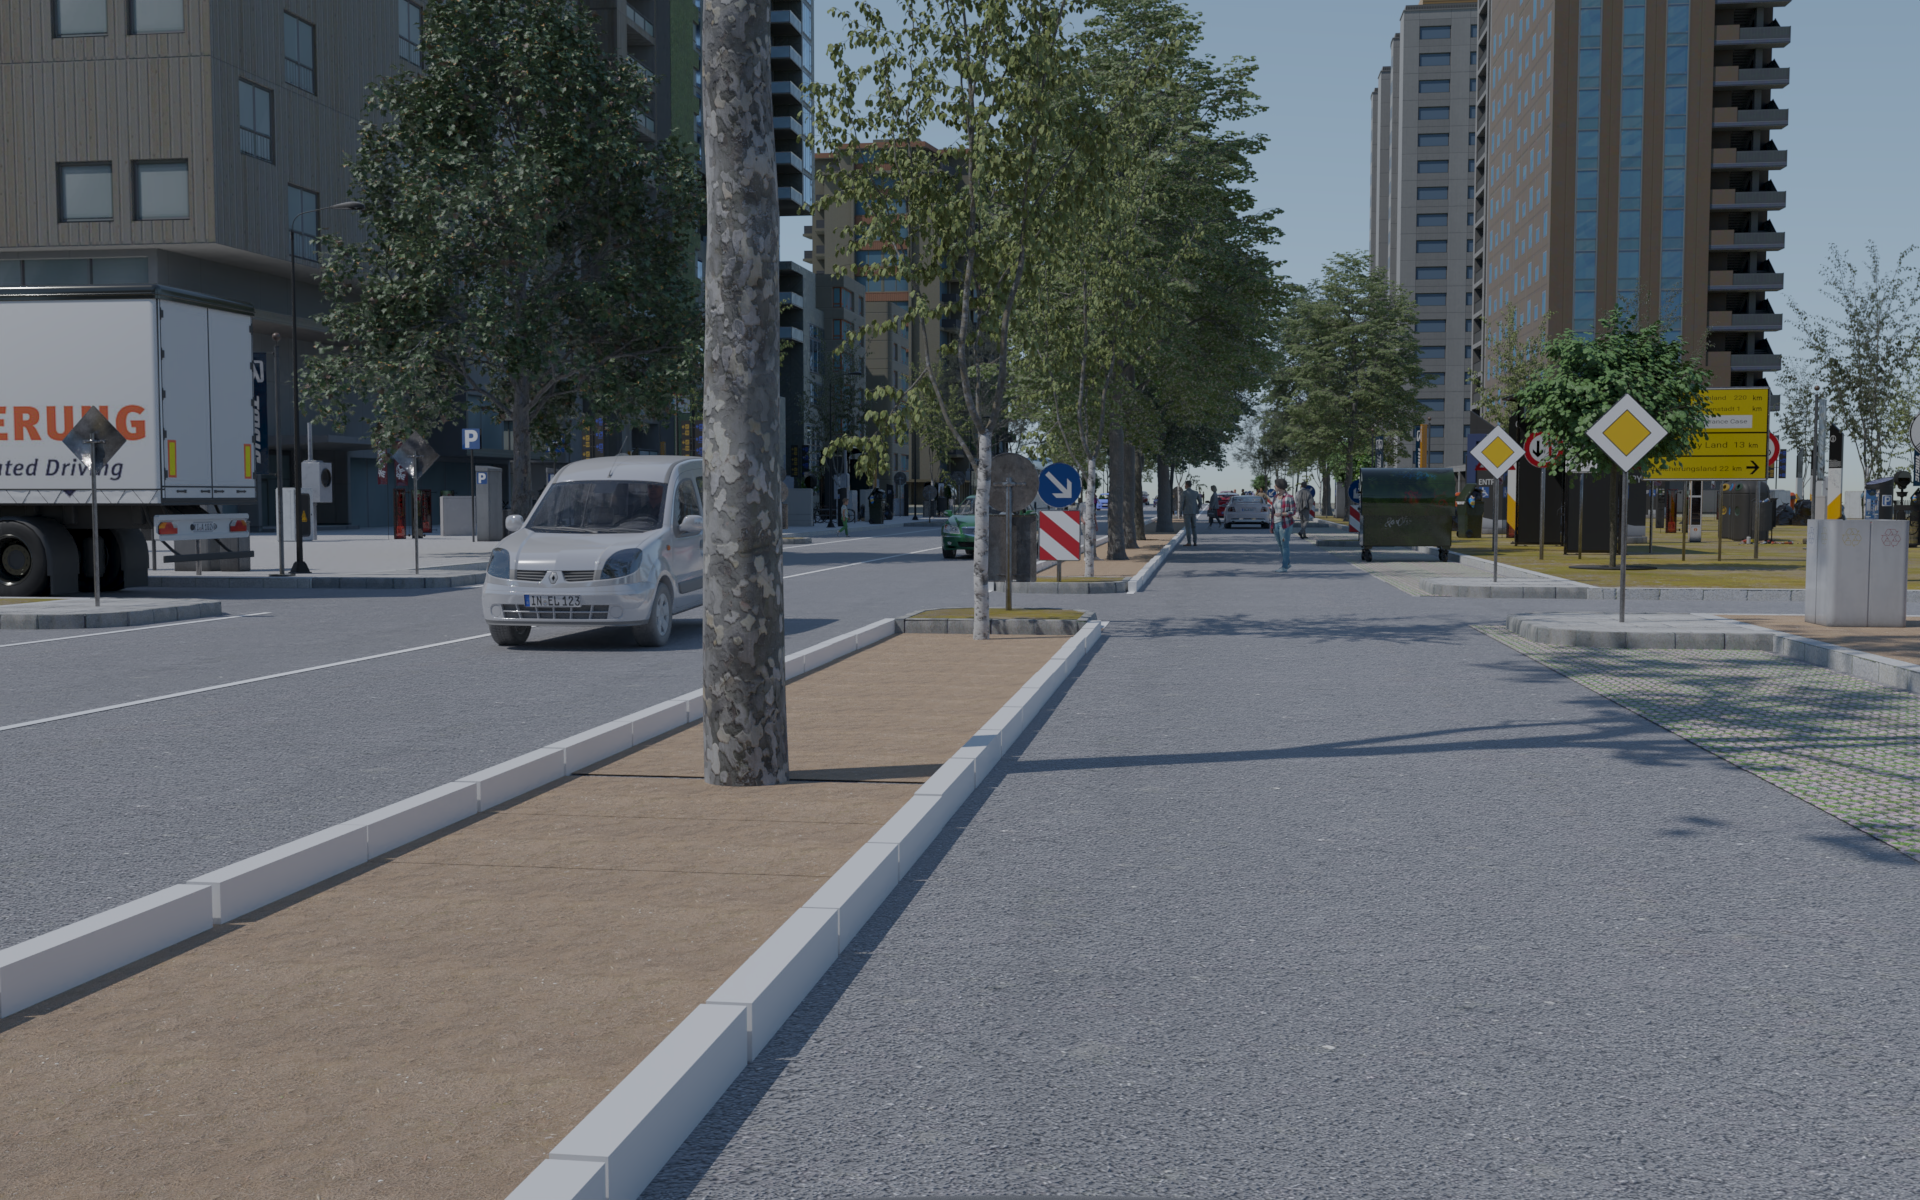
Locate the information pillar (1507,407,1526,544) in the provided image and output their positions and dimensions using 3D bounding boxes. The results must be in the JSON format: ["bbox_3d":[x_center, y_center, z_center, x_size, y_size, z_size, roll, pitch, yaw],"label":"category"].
[{"bbox_3d":[14.250,-3.239,44.313,0.183,3.616,0.504,-2,4,-33],"label":"information pillar"}]

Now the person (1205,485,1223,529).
[{"bbox_3d":[10.312,-3.764,70.217,0.728,1.800,0.709,1,4,10],"label":"person"}]

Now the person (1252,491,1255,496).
[{"bbox_3d":[36.347,-12.623,214.752,0.709,1.838,0.599,2,4,24],"label":"person"}]

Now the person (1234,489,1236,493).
[{"bbox_3d":[18.199,-6.455,114.593,0.990,1.755,0.434,2,4,24],"label":"person"}]

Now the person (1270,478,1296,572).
[{"bbox_3d":[5.951,-1.374,31.796,0.643,1.720,0.563,-2,4,-30],"label":"person"}]

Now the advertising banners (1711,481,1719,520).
[{"bbox_3d":[38.049,-5.536,86.703,2.074,3.025,0.090,-3,5,-40],"label":"advertising banners"}]

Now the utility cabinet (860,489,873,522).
[{"bbox_3d":[-4.711,-4.810,87.324,0.318,1.500,1.173,1,4,15],"label":"utility cabinet"}]

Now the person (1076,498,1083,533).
[{"bbox_3d":[4.445,-3.144,64.169,0.640,1.303,0.475,2,4,28],"label":"person"}]

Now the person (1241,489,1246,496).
[{"bbox_3d":[20.282,-7.080,124.353,0.705,1.812,1.348,-1,4,-13],"label":"person"}]

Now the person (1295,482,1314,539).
[{"bbox_3d":[10.985,-2.852,55.235,0.679,1.850,0.850,3,4,36],"label":"person"}]

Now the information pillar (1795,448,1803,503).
[{"bbox_3d":[42.609,-5.907,87.928,0.504,3.616,0.183,-2,4,-34],"label":"information pillar"}]

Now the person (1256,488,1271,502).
[{"bbox_3d":[17.872,-5.763,102.742,1.348,1.823,0.705,2,4,35],"label":"person"}]

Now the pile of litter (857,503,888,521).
[{"bbox_3d":[-4.394,-4.139,81.638,1.719,0.858,1.176,0,4,-2],"label":"pile of litter"}]

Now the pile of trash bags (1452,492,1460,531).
[{"bbox_3d":[17.096,-3.083,60.166,3.447,1.369,1.912,0,4,0],"label":"pile of trash bags"}]

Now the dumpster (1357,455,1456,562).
[{"bbox_3d":[9.426,-1.939,36.656,1.985,2.255,1.502,1,4,9],"label":"dumpster"}]

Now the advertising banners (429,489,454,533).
[{"bbox_3d":[-17.628,-3.721,57.020,2.074,3.025,0.090,0,4,-7],"label":"advertising banners"}]

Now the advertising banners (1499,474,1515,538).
[{"bbox_3d":[16.087,-3.316,50.402,2.074,3.025,0.090,-3,5,-40],"label":"advertising banners"}]

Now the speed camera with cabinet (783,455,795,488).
[{"bbox_3d":[-8.554,-5.647,86.658,0.660,3.252,2.038,-1,4,-8],"label":"speed camera with cabinet"}]

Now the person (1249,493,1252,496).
[{"bbox_3d":[15.396,-4.935,91.787,0.523,1.515,0.503,2,4,35],"label":"person"}]

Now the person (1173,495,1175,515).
[{"bbox_3d":[14.248,-6.598,116.470,1.348,1.812,0.705,0,4,4],"label":"person"}]

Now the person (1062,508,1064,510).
[{"bbox_3d":[5.669,-5.356,96.275,0.606,1.804,0.583,1,4,22],"label":"person"}]

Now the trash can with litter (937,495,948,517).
[{"bbox_3d":[-1.377,-5.193,95.970,2.233,1.210,1.678,-1,4,-15],"label":"trash can with litter"}]

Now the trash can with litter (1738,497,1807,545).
[{"bbox_3d":[20.977,-2.036,44.353,2.233,1.210,1.678,1,4,10],"label":"trash can with litter"}]

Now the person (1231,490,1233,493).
[{"bbox_3d":[21.603,-7.872,137.999,1.217,1.735,0.721,2,4,34],"label":"person"}]

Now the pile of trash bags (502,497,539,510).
[{"bbox_3d":[-15.871,-3.450,66.159,3.447,1.369,1.912,-2,4,-31],"label":"pile of trash bags"}]

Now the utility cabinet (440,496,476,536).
[{"bbox_3d":[-15.379,-2.563,53.069,1.020,1.237,0.306,-2,4,-35],"label":"utility cabinet"}]

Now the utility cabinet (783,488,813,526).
[{"bbox_3d":[-6.401,-3.653,68.412,1.173,1.500,0.318,1,4,13],"label":"utility cabinet"}]

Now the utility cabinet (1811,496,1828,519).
[{"bbox_3d":[34.114,-3.512,68.575,0.306,1.237,1.020,0,4,-2],"label":"utility cabinet"}]

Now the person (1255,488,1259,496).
[{"bbox_3d":[19.720,-6.487,114.653,0.705,1.812,1.348,0,4,2],"label":"person"}]

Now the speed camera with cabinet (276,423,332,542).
[{"bbox_3d":[-17.923,-3.242,47.348,0.660,3.252,2.038,0,4,8],"label":"speed camera with cabinet"}]

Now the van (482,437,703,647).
[{"bbox_3d":[-3.425,-0.649,17.624,2.013,2.044,4.112,0,4,7],"label":"van"}]

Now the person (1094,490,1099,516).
[{"bbox_3d":[9.115,-6.521,115.796,0.721,1.739,1.217,0,4,-6],"label":"person"}]

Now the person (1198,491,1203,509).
[{"bbox_3d":[22.832,-9.497,164.695,0.541,1.710,0.530,1,4,22],"label":"person"}]

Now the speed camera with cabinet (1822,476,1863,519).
[{"bbox_3d":[45.991,-5.851,90.003,2.038,3.252,0.660,3,4,37],"label":"speed camera with cabinet"}]

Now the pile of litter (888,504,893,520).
[{"bbox_3d":[-3.935,-4.379,85.567,1.176,0.858,1.719,2,4,32],"label":"pile of litter"}]

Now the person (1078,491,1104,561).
[{"bbox_3d":[2.772,-1.582,36.955,0.523,1.515,0.503,2,4,28],"label":"person"}]

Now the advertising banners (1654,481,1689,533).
[{"bbox_3d":[23.403,-3.711,56.870,2.074,3.025,0.090,-2,4,-27],"label":"advertising banners"}]

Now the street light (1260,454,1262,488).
[{"bbox_3d":[35.173,-13.877,199.421,1.470,5.913,1.316,1,4,8],"label":"street light"}]

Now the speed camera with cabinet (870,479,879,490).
[{"bbox_3d":[-5.753,-6.617,102.528,2.038,3.252,0.660,2,4,35],"label":"speed camera with cabinet"}]

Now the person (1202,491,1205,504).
[{"bbox_3d":[35.503,-14.936,252.795,0.705,1.812,1.348,0,4,-3],"label":"person"}]

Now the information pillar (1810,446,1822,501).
[{"bbox_3d":[38.317,-5.268,77.479,0.504,3.616,0.183,1,4,20],"label":"information pillar"}]

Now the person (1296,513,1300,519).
[{"bbox_3d":[19.366,-5.258,98.741,0.394,1.301,0.425,3,5,42],"label":"person"}]

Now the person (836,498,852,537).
[{"bbox_3d":[-3.862,-2.738,57.511,0.590,1.304,0.306,-2,4,-33],"label":"person"}]

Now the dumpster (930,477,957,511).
[{"bbox_3d":[-1.074,-5.995,100.519,1.502,2.255,1.985,1,4,8],"label":"dumpster"}]

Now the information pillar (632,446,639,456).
[{"bbox_3d":[-15.881,-5.705,84.634,0.183,3.616,0.504,3,4,36],"label":"information pillar"}]

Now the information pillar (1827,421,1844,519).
[{"bbox_3d":[28.132,-3.934,55.679,0.183,3.616,0.504,-2,4,-25],"label":"information pillar"}]

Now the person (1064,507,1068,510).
[{"bbox_3d":[6.867,-6.140,112.151,1.065,1.426,0.557,-2,4,-30],"label":"person"}]

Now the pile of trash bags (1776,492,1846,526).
[{"bbox_3d":[33.743,-3.701,70.265,3.447,1.369,1.912,-1,4,-16],"label":"pile of trash bags"}]

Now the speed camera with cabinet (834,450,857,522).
[{"bbox_3d":[-5.229,-5.187,79.147,0.660,3.252,2.038,1,4,12],"label":"speed camera with cabinet"}]

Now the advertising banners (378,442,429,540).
[{"bbox_3d":[-15.926,-3.245,49.237,0.090,3.025,2.074,1,4,22],"label":"advertising banners"}]

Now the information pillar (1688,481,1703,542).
[{"bbox_3d":[19.638,-2.554,46.246,0.304,2.012,0.304,1,4,15],"label":"information pillar"}]

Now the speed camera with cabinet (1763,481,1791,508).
[{"bbox_3d":[35.363,-4.980,75.761,2.038,3.252,0.660,-1,4,-22],"label":"speed camera with cabinet"}]

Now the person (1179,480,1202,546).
[{"bbox_3d":[6.319,-2.383,47.569,0.635,1.810,0.391,-2,4,-29],"label":"person"}]
